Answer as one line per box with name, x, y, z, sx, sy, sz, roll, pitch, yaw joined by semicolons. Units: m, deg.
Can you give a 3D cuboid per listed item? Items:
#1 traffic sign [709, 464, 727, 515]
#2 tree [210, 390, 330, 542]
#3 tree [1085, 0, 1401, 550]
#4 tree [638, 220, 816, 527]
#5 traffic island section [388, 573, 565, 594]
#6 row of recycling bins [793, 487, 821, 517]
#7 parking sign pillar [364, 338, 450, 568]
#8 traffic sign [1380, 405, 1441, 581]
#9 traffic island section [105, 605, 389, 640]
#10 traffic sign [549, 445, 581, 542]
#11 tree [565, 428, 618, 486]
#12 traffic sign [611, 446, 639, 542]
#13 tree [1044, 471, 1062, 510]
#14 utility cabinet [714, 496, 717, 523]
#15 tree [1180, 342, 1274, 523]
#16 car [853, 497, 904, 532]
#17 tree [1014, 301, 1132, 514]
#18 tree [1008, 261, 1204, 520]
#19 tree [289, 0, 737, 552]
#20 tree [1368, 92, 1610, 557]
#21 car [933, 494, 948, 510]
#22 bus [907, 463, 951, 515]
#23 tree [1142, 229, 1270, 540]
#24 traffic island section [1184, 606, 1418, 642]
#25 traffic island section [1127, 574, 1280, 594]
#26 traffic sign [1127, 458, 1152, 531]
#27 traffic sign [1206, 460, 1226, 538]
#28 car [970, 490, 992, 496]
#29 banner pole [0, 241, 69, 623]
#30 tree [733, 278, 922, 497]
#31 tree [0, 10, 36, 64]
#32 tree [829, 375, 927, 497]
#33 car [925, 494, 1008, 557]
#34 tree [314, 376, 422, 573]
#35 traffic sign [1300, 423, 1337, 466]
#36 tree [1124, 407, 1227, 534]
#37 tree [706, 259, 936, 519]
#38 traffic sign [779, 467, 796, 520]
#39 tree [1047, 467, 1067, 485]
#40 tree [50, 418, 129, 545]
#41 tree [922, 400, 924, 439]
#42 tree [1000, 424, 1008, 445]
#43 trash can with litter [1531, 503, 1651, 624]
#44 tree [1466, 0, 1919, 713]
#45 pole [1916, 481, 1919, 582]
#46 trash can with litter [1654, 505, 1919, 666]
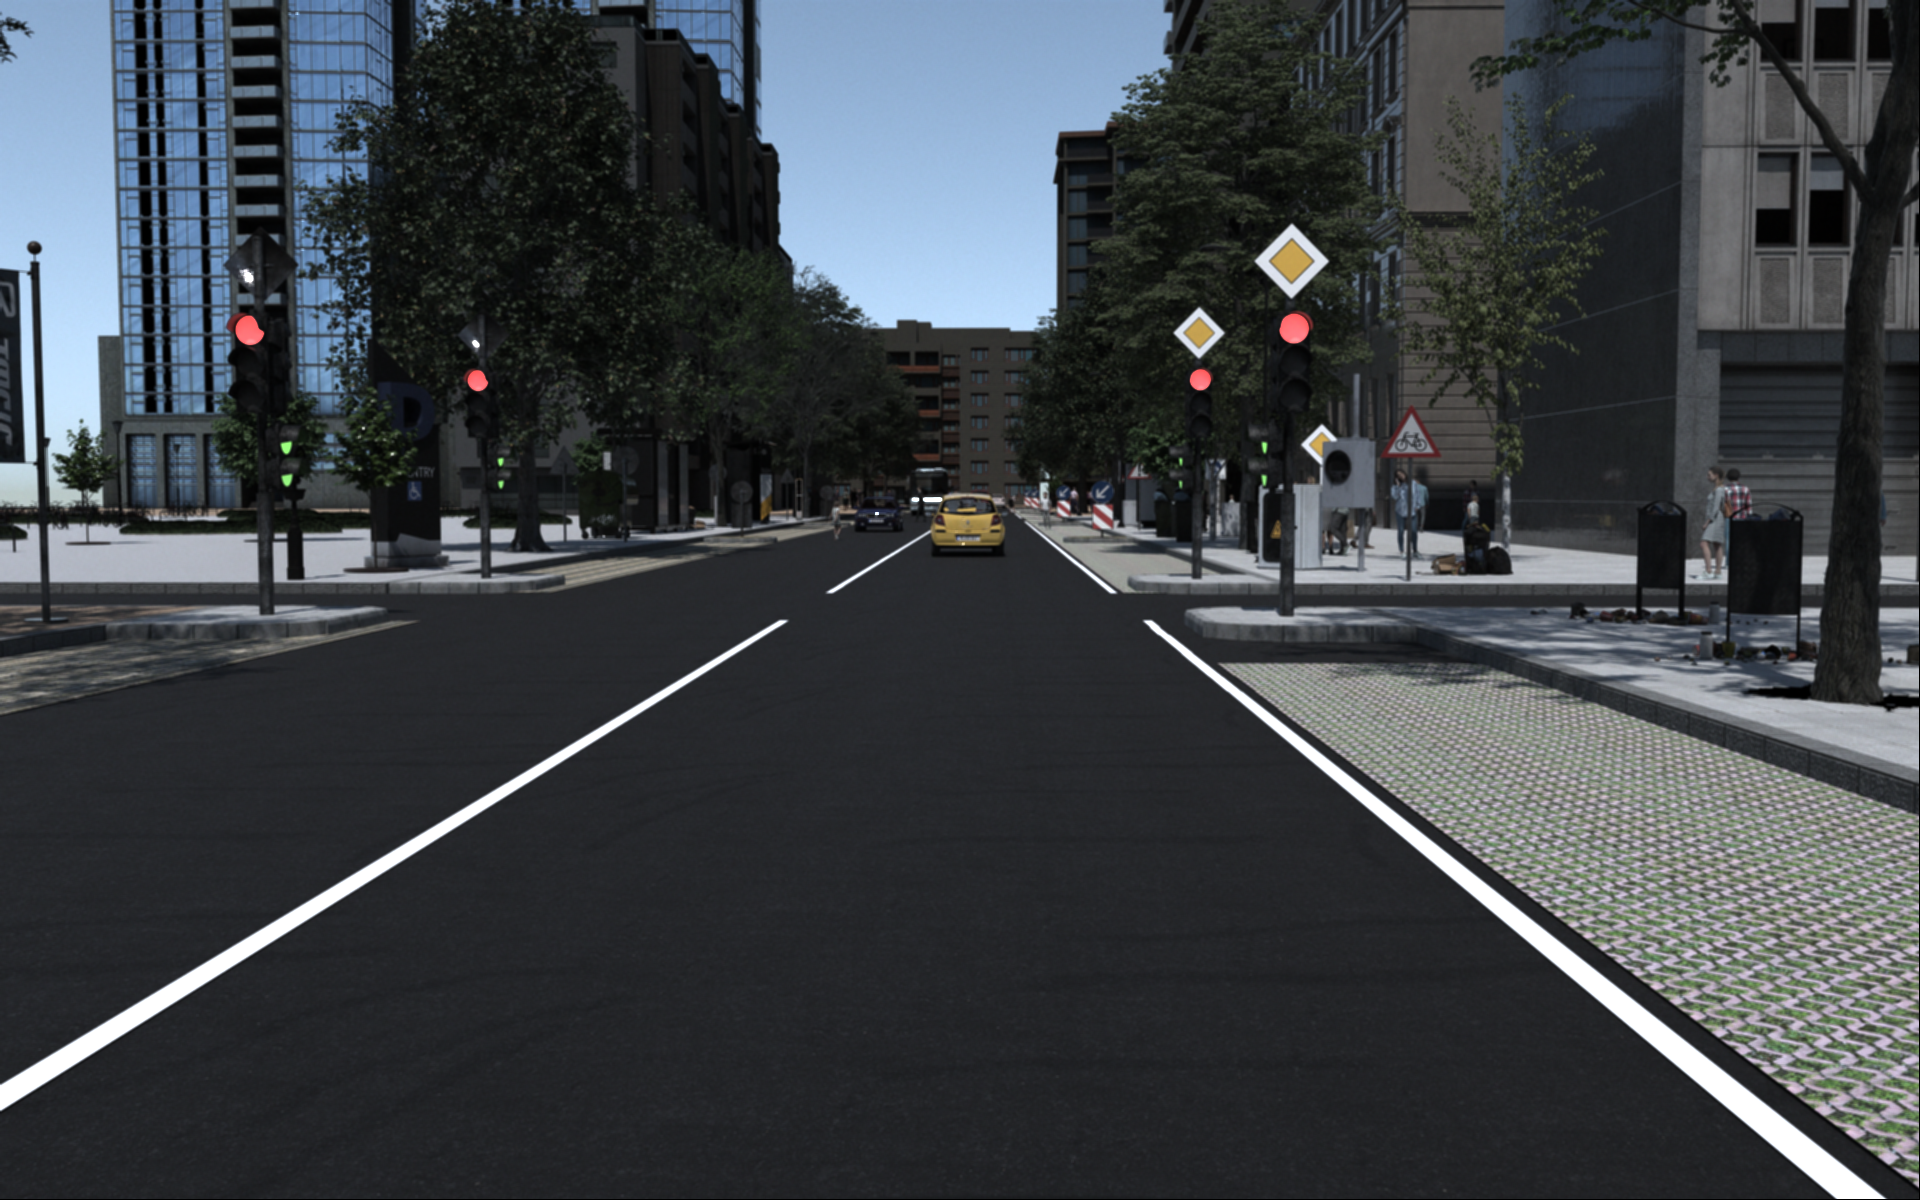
traffic sign;-10.165;-4.438;72.659;0.768;2.556;0.104;0;4;2
tree;-18.646;-3.856;46.765;4.285;4.588;4.351;0;3;0
tree;6.304;-7.407;39.229;7.486;12.596;7.792;0;3;0
tree;-9.442;-8.644;67.093;9.928;11.665;9.643;0;3;0
traffic island section;-7.238;-0.251;26.392;2.009;0.180;2.903;0;4;1
row of recycling bins;-8.672;-5.550;97.859;1.069;1.692;3.534;1;4;12
parking sign pillar;-9.798;-2.575;30.572;1.447;3.967;1.447;2;4;26
traffic sign;6.593;-1.553;25.391;0.884;2.594;0.081;0;4;3
traffic island section;-7.383;0.237;18.409;2.009;0.180;2.903;0;4;1
traffic sign;-10.550;-2.826;46.207;0.884;2.594;0.081;0;4;7
tree;-18.080;-6.259;86.053;4.285;4.588;4.351;0;3;0
traffic sign;-8.912;-2.811;46.071;0.768;2.556;0.104;0;4;8
tree;8.099;-9.161;144.383;1.663;3.219;1.824;0;3;0
utility cabinet;-10.683;-4.042;77.240;0.306;1.237;1.020;1;4;9
tree;11.602;-7.689;76.077;4.360;8.622;3.978;0;3;0
car;-3.110;-3.314;66.766;1.945;1.354;3.894;0;4;1
tree;8.193;-12.677;113.917;9.857;13.997;8.962;0;3;0
tree;7.631;-10.276;85.016;9.611;12.733;9.660;0;3;0
tree;-9.782;-7.436;38.587;9.611;12.733;9.660;0;3;0
tree;9.646;-4.938;31.093;4.737;8.622;4.395;0;3;0
car;0.054;-2.984;59.012;2.015;1.641;3.980;0;4;2
bus;-2.078;-7.655;120.025;2.948;3.499;13.247;0;4;0
tree;6.969;-5.937;47.437;4.737;8.622;4.395;0;3;0
traffic island section;3.457;0.249;18.209;2.009;0.180;2.903;0;4;1
traffic island section;3.601;-0.239;26.192;2.009;0.180;2.903;0;4;1
traffic sign;6.304;-3.724;60.892;0.884;2.594;0.081;0;4;6
traffic sign;7.426;-2.951;50.380;0.606;2.300;0.079;1;4;8
car;1.754;-8.998;155.785;2.281;1.827;5.304;0;4;0
banner pole;-9.294;-1.655;17.073;0.401;3.779;0.863;2;4;33
tree;-8.746;-11.942;101.901;9.857;13.997;8.962;0;3;0
tree;-9.476;-4.657;10.552;8.767;10.594;7.601;3;4;37
tree;-7.091;-12.320;135.847;7.601;10.594;8.767;3;5;43
car;0.162;-1.892;41.153;2.015;1.641;3.980;0;4;-1
tree;-9.748;-2.069;28.423;1.663;3.219;1.824;0;3;0
traffic sign;6.753;-1.991;32.287;0.795;2.593;0.064;0;4;2
tree;6.966;-4.358;54.968;4.285;4.588;4.351;0;3;0
tree;-8.117;-11.024;90.609;12.009;13.543;11.850;0;3;0
traffic sign;-8.413;-5.160;84.372;0.884;2.594;0.081;1;4;8
tree;9.307;-13.627;173.170;4.737;8.622;4.395;0;3;0
tree;-22.338;-3.029;44.132;1.663;3.219;1.824;0;3;0
tree;-7.687;-14.775;148.231;9.857;13.997;8.962;0;3;0
tree;8.619;-15.039;162.890;9.611;12.733;9.660;0;3;0
trash can with litter;6.898;-0.405;17.686;1.678;1.210;2.233;-2;4;-30
tree;5.615;-5.170;10.285;9.928;11.665;9.643;0;3;0
pole;14.023;-1.914;25.134;0.158;3.312;0.155;0;3;0
trash can with litter;6.589;-0.135;13.271;2.233;1.210;1.678;2;4;27
